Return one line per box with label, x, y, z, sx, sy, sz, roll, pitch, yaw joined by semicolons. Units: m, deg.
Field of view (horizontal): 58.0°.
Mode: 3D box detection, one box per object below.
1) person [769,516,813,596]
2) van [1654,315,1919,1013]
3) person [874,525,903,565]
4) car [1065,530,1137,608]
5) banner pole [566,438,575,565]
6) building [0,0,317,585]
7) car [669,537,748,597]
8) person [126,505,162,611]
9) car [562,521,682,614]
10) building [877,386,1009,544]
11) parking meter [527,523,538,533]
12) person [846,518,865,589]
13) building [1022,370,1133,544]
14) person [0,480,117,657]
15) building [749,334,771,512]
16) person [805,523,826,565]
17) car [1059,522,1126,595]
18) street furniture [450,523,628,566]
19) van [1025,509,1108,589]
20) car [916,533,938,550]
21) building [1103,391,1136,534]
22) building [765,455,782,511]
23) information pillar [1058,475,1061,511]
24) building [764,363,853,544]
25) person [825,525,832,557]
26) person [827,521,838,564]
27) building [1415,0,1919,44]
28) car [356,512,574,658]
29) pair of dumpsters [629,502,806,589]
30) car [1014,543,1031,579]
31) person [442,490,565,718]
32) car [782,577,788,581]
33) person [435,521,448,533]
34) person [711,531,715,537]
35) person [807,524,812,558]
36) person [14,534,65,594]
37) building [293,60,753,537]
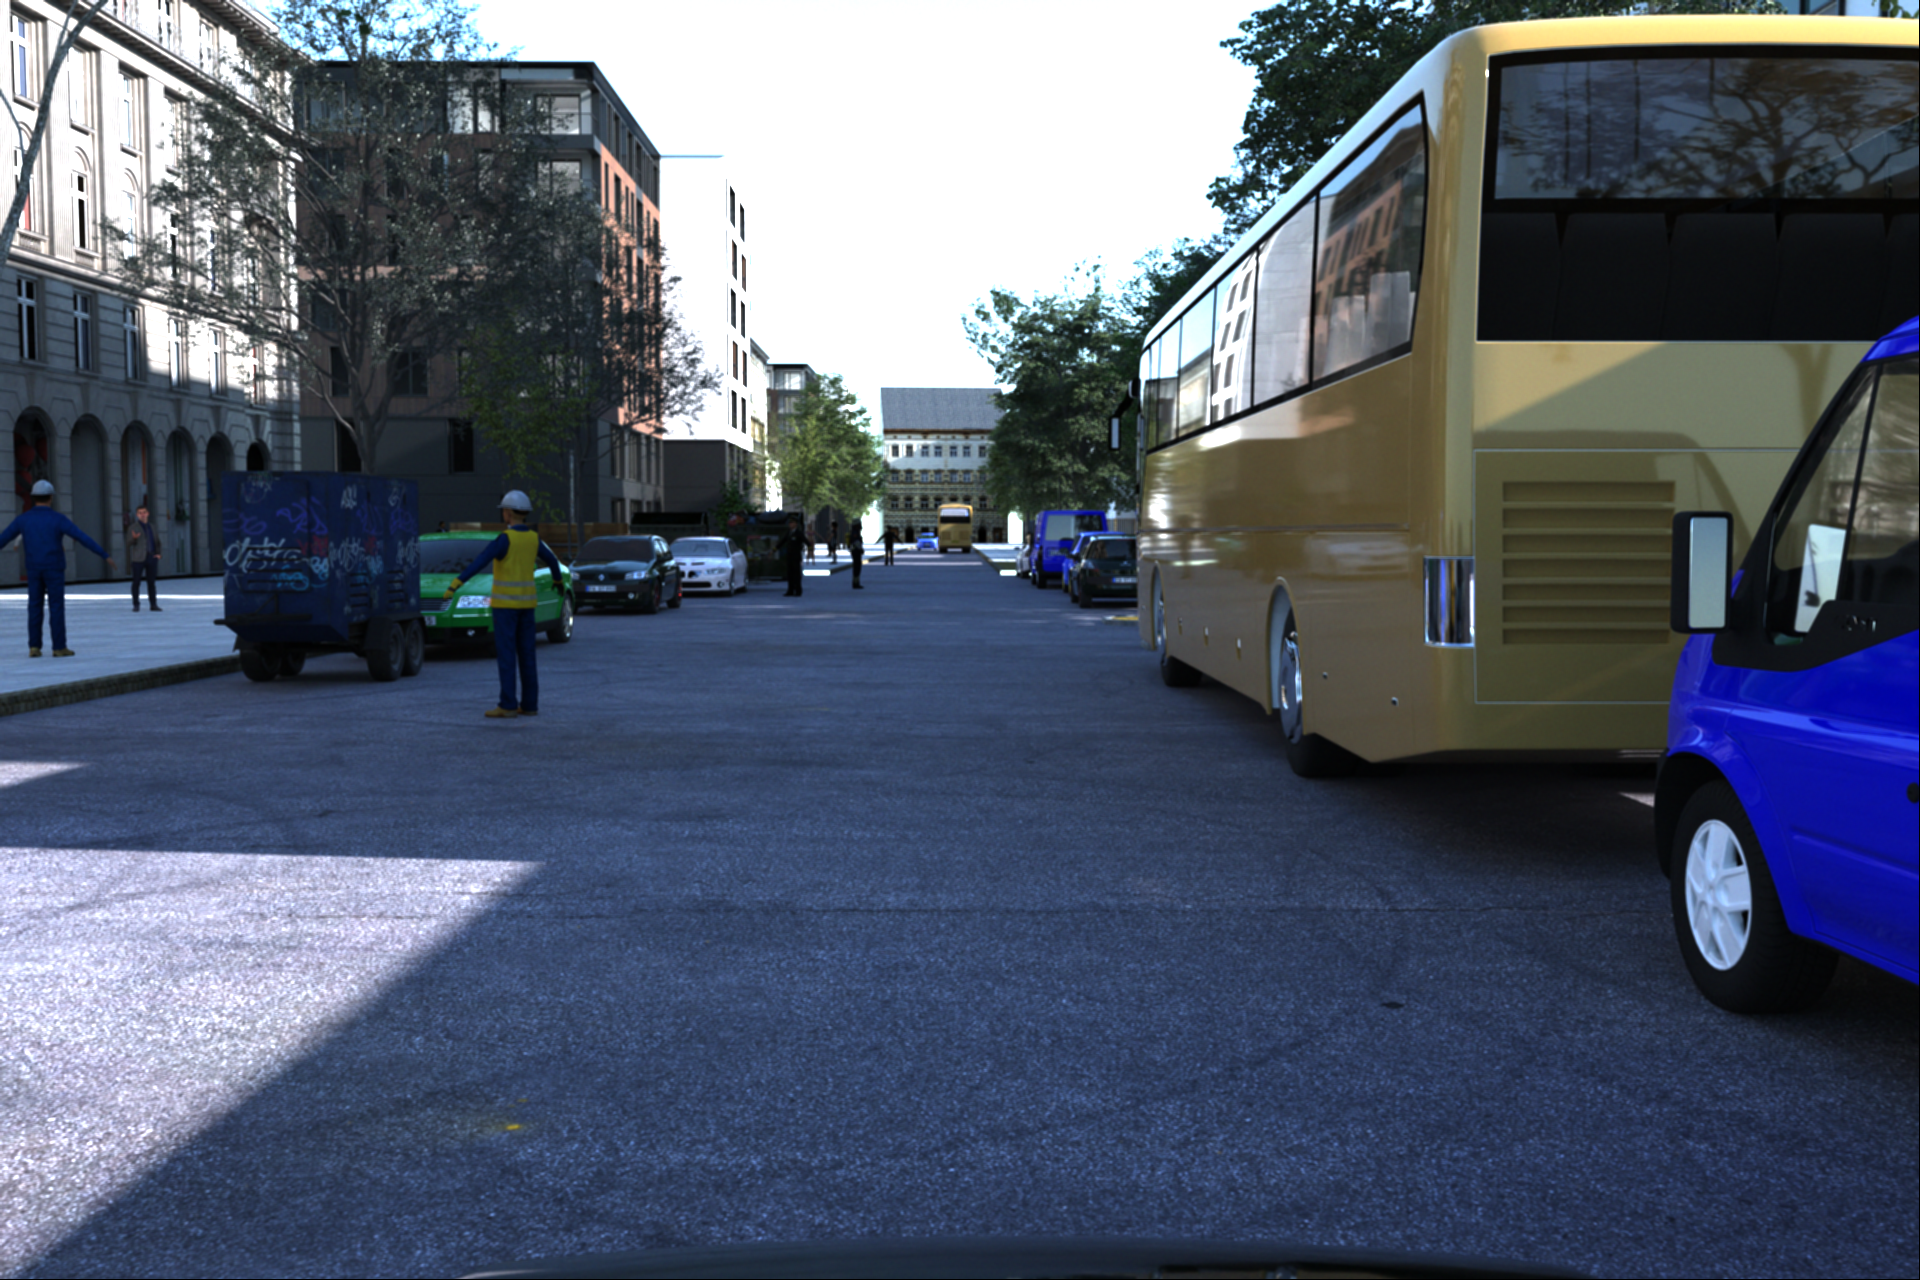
person;-3.847;-1.925;39.873;1.347;1.837;0.705;3;4;37
van;3.204;0.057;3.450;2.240;2.365;5.245;0;3;0
person;-3.253;-4.341;79.360;1.347;1.837;0.705;-1;4;-13
car;3.158;-1.537;34.915;2.009;1.686;4.222;0;4;0
banner pole;-10.186;-3.385;45.360;0.401;3.779;0.863;0;3;0
building;-27.943;-12.565;46.102;13.314;22.015;24.055;0;3;0
car;-6.120;-1.753;41.021;2.083;1.381;4.827;0;4;0
person;-13.447;-1.350;28.651;0.617;1.759;0.750;-3;5;-40
car;-6.277;-1.373;32.237;2.009;1.686;4.222;0;4;0
building;-2.834;-25.902;256.883;18.063;23.208;19.493;0;4;-5
parking meter;-9.984;-1.947;40.240;0.372;1.533;0.369;0;3;0
person;-2.680;-2.277;45.470;0.705;1.856;1.354;0;4;-8
building;22.130;-23.609;229.982;27.936;21.610;32.646;0;4;0
person;-9.564;-0.749;18.130;1.347;1.842;0.705;0;4;-7
building;-25.767;-18.851;139.139;19.493;23.208;18.063;0;4;-1
person;-6.191;-3.981;71.894;1.217;1.733;0.721;-1;4;-13
car;3.357;-1.942;41.344;1.945;1.707;3.694;0;4;0
street furniture;-16.689;-3.907;70.727;11.010;1.723;9.812;3;4;36
van;2.945;-2.613;47.106;2.240;2.365;5.245;0;4;0
car;-2.882;-8.773;153.027;1.945;1.707;3.694;0;3;0
building;21.384;-20.757;195.792;16.016;20.090;11.380;0;3;0
building;-24.223;-15.280;191.968;9.099;9.664;28.070;0;4;1
information pillar;3.966;-4.746;68.953;0.183;3.616;0.504;0;4;0
building;-28.697;-23.213;223.500;27.936;21.610;32.646;0;3;0
person;-7.427;-5.622;98.053;0.705;1.813;1.348;-1;4;-14
person;-5.435;-4.171;74.335;0.704;1.843;1.345;1;4;9
building;28.181;-14.948;50.965;21.656;26.213;47.522;0;3;0
car;-6.054;-0.774;21.455;1.959;1.807;4.718;0;4;0
pair of dumpsters;-6.193;-2.409;44.336;4.436;2.255;1.574;0;4;0
car;2.850;-2.736;57.095;2.083;1.381;4.827;0;4;-1
person;-3.560;-0.289;13.655;0.721;1.772;1.216;2;4;33
car;-6.037;-2.771;54.104;1.959;1.807;4.718;0;3;0
person;-18.695;-3.428;62.765;0.721;1.740;1.216;3;5;43
person;-10.854;-4.062;75.674;0.991;1.433;0.599;-2;4;-28
person;-7.962;-5.216;91.460;0.705;1.806;1.347;0;4;-4
person;-19.826;-1.884;37.262;1.216;1.778;0.721;1;4;11
building;-26.596;-15.132;91.377;27.936;21.610;32.646;0;4;-1
